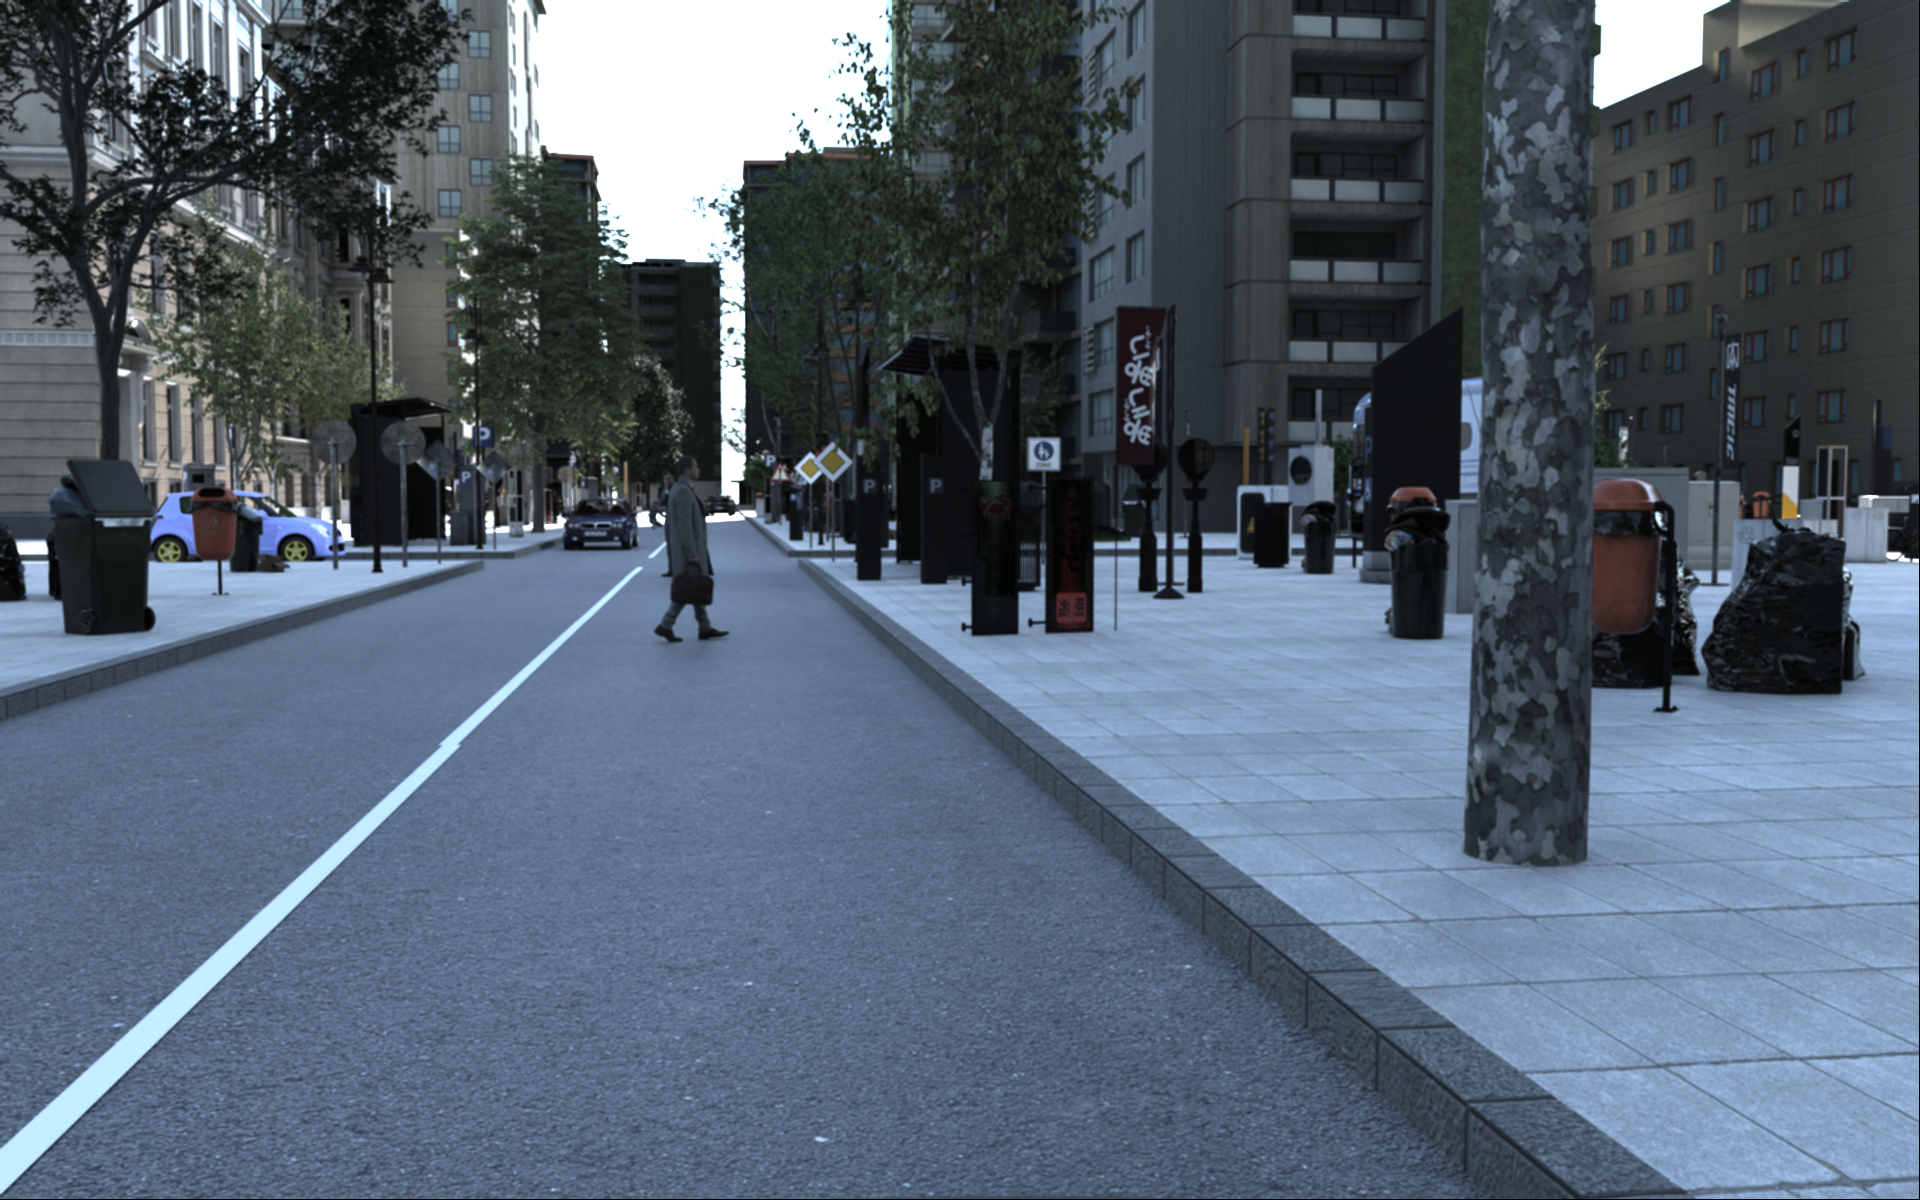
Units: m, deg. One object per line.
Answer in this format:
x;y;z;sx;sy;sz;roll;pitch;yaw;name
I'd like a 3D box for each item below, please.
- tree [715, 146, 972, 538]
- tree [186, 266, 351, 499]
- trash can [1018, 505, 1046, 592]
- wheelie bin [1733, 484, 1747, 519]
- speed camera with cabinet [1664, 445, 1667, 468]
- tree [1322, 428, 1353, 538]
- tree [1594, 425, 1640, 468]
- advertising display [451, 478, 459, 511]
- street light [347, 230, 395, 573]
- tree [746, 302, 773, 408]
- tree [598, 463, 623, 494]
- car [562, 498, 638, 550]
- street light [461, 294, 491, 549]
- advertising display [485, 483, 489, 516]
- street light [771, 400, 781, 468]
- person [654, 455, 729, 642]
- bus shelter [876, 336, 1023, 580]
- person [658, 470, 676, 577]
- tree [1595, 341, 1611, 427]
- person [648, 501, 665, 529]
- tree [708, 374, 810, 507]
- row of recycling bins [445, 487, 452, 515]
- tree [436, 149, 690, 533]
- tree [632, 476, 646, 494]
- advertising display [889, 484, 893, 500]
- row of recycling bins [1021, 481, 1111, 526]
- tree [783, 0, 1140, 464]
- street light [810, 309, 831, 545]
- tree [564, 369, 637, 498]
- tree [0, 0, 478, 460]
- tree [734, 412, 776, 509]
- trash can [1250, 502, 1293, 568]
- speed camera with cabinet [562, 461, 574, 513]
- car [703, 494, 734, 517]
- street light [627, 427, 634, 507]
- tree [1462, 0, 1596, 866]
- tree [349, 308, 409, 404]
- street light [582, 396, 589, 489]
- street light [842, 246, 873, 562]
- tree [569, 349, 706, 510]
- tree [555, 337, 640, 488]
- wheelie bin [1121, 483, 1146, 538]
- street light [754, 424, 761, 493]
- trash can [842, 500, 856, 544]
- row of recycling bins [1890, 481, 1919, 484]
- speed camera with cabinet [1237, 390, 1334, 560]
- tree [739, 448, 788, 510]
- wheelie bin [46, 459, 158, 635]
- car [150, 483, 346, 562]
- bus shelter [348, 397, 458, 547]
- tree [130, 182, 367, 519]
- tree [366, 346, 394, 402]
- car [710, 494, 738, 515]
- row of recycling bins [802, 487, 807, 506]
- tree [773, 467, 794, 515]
-3.339;-7.668;51.129;9.928;11.665;9.643;0;3;0;tree
-22.019;-6.377;54.626;4.360;8.622;3.978;0;3;0;tree
0.767;-0.691;22.944;0.748;1.137;0.748;0;3;0;trash can
22.282;-2.571;49.937;0.693;1.594;0.980;1;4;18;wheelie bin
28.209;-4.676;70.784;0.660;3.252;2.038;-1;4;-12;speed camera with cabinet
10.963;-3.423;50.571;1.663;3.219;1.824;0;3;0;tree
17.872;-3.304;48.614;1.663;3.219;1.824;0;3;0;tree
-20.920;-4.082;71.946;0.123;1.923;0.974;0;4;2;advertising display
-9.541;-3.388;28.186;0.468;5.910;1.993;0;4;-8;street light
-5.741;-6.863;62.573;4.737;8.622;4.395;0;3;0;tree
-21.669;-6.819;106.091;1.663;3.219;1.824;0;3;0;tree
-9.482;-2.034;45.842;1.945;1.354;3.894;0;4;-7;car
-11.176;-4.119;40.131;0.468;5.910;1.993;0;4;-8;street light
-27.620;-5.825;100.451;0.123;1.923;0.974;1;4;14;advertising display
-8.391;-6.508;79.199;0.468;5.910;1.993;0;4;-8;street light
-2.623;-0.509;16.923;0.767;1.812;0.694;-1;4;-16;person
-0.263;-2.309;29.042;1.731;3.624;6.357;0;4;-8;bus shelter
-4.910;-1.324;29.946;0.655;1.846;0.447;1;4;11;person
22.700;-7.116;66.714;4.360;8.622;3.978;0;3;0;tree
-12.692;-3.550;72.043;1.012;1.151;0.738;2;4;35;person
-19.761;-15.773;168.263;12.009;13.543;11.850;0;3;0;tree
-31.342;-6.040;105.863;1.069;1.692;3.534;-1;4;-12;row of recycling bins
-13.774;-8.535;57.668;7.486;12.596;7.792;0;3;0;tree
-28.571;-9.905;156.541;1.663;3.219;1.824;0;3;0;tree
-4.828;-6.676;114.368;0.974;1.923;0.123;3;5;43;advertising display
3.340;-2.975;55.752;3.534;1.692;1.069;-2;4;-35;row of recycling bins
0.199;-4.200;19.040;4.737;8.622;4.395;0;3;0;tree
-3.502;-4.322;43.457;0.468;5.910;1.993;0;4;-8;street light
-19.765;-8.925;96.280;4.737;8.622;4.395;0;3;0;tree
-8.721;-5.119;18.115;8.767;10.594;7.601;1;4;18;tree
-17.996;-12.318;151.765;4.360;8.622;3.978;0;3;0;tree
5.445;-1.140;30.285;0.748;1.137;0.748;0;3;0;trash can
-23.350;-6.652;103.091;0.660;3.252;2.038;-1;4;-10;speed camera with cabinet
-15.580;-6.248;111.949;2.009;1.686;4.222;-1;4;-8;car
-20.957;-8.392;109.989;0.468;5.910;1.993;0;4;-8;street light
2.673;-9.235;6.885;12.611;20.169;13.585;0;3;0;tree
-23.100;-7.104;66.520;4.360;8.622;3.978;0;3;0;tree
-16.196;-6.254;75.042;0.468;5.910;1.993;0;4;-8;street light
-1.915;-3.651;32.489;0.468;5.910;1.993;0;4;-8;street light
-25.496;-13.449;136.903;9.611;12.733;9.660;0;3;0;tree
-17.506;-8.052;82.018;4.360;8.622;3.978;0;3;0;tree
5.208;-2.654;51.296;0.980;1.594;0.693;3;5;41;wheelie bin
-13.315;-8.644;114.123;0.468;5.910;1.993;0;4;-8;street light
-2.698;-2.023;44.723;0.748;1.137;0.748;0;3;0;trash can
29.125;-2.769;52.389;1.069;1.692;3.534;0;4;-1;row of recycling bins
6.235;-2.384;33.313;0.660;3.252;2.038;-2;4;-35;speed camera with cabinet
-13.970;-8.629;124.796;4.285;4.588;4.351;0;3;0;tree
-7.952;-0.495;16.007;0.693;1.594;0.980;2;4;29;wheelie bin
-14.337;-1.546;34.869;3.694;1.707;1.945;-1;4;-9;car
-14.385;-3.289;45.060;1.731;3.624;6.357;0;4;-8;bus shelter
-16.965;-5.507;40.400;4.737;8.622;4.395;0;3;0;tree
-22.605;-6.794;61.438;4.737;8.622;4.395;0;3;0;tree
-16.217;-6.647;118.471;2.009;1.686;4.222;0;4;-8;car
-9.519;-5.919;103.887;1.069;1.692;3.534;0;4;6;row of recycling bins
-11.336;-6.939;108.050;1.663;3.219;1.824;0;3;0;tree
